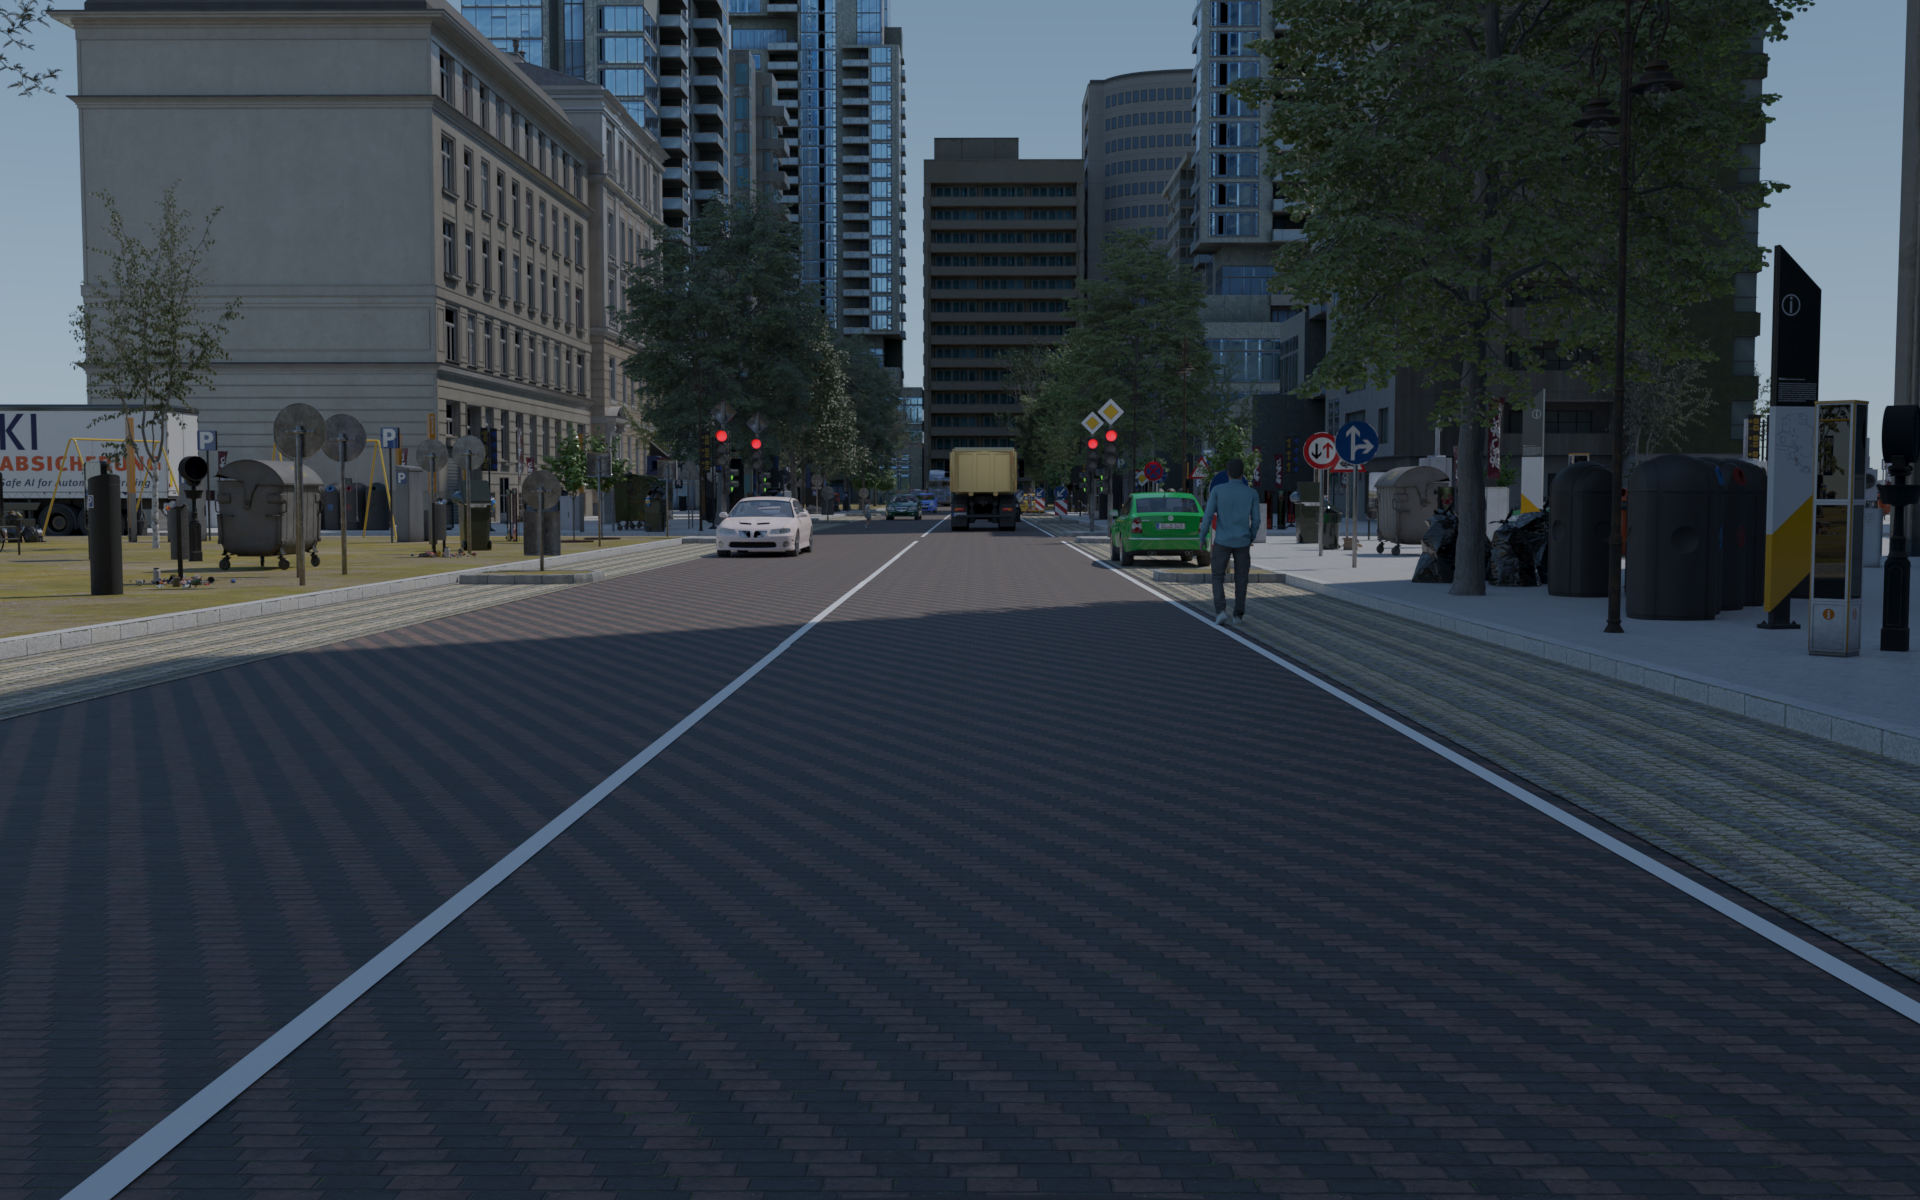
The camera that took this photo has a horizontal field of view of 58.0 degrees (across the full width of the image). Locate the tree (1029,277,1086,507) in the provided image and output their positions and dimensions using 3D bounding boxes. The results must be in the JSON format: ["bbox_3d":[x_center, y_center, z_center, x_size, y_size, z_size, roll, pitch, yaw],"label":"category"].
[{"bbox_3d":[7.658,-9.498,73.412,7.486,12.596,7.792,0,3,0],"label":"tree"}]

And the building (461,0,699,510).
[{"bbox_3d":[-30.778,-51.133,148.697,22.319,86.520,31.000,0,4,1],"label":"building"}]

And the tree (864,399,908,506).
[{"bbox_3d":[-9.001,-15.488,178.986,9.928,11.665,9.643,0,3,0],"label":"tree"}]

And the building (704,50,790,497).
[{"bbox_3d":[-34.105,-34.741,187.628,30.456,49.044,23.786,0,4,1],"label":"building"}]

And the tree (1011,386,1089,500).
[{"bbox_3d":[8.280,-13.177,149.861,7.601,10.594,8.767,1,4,23],"label":"tree"}]

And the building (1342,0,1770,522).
[{"bbox_3d":[24.915,-18.564,75.217,14.107,30.474,14.160,0,4,1],"label":"building"}]

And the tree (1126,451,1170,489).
[{"bbox_3d":[14.151,-8.958,130.171,4.285,4.588,4.351,0,3,0],"label":"tree"}]

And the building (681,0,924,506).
[{"bbox_3d":[-20.457,-56.599,238.072,31.000,86.520,22.319,0,4,1],"label":"building"}]

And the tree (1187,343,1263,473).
[{"bbox_3d":[12.751,-8.255,85.330,4.737,8.622,4.395,0,3,0],"label":"tree"}]

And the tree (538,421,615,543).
[{"bbox_3d":[-10.409,-3.145,46.027,1.663,3.219,1.824,0,3,0],"label":"tree"}]

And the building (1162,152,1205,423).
[{"bbox_3d":[35.266,-30.258,186.604,32.217,40.220,23.993,0,4,1],"label":"building"}]

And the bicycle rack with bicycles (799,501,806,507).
[{"bbox_3d":[-12.371,-7.219,131.413,2.925,0.926,2.852,-3,5,-44],"label":"bicycle rack with bicycles"}]

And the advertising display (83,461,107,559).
[{"bbox_3d":[-16.815,-1.743,33.718,0.123,1.923,0.974,-3,5,-44],"label":"advertising display"}]

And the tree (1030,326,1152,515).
[{"bbox_3d":[8.154,-11.041,106.272,9.928,11.665,9.643,0,3,0],"label":"tree"}]

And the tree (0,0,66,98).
[{"bbox_3d":[-9.346,-6.149,10.912,12.009,13.543,11.850,0,3,0],"label":"tree"}]

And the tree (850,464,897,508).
[{"bbox_3d":[-8.937,-10.896,161.866,4.285,4.588,4.351,0,3,0],"label":"tree"}]

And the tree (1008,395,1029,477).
[{"bbox_3d":[8.704,-15.631,173.699,7.486,12.596,7.792,0,3,0],"label":"tree"}]

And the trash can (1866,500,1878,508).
[{"bbox_3d":[48.567,-4.928,92.221,0.748,1.137,0.748,0,3,0],"label":"trash can"}]

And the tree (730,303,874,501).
[{"bbox_3d":[-9.812,-11.246,100.876,9.611,12.733,9.660,0,3,0],"label":"tree"}]

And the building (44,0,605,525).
[{"bbox_3d":[-28.584,-15.399,85.050,16.112,22.955,30.059,0,4,1],"label":"building"}]

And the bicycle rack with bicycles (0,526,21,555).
[{"bbox_3d":[-20.811,-1.344,35.350,2.852,0.926,2.925,0,4,4],"label":"bicycle rack with bicycles"}]

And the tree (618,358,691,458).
[{"bbox_3d":[-15.752,-8.673,92.163,4.737,8.622,4.395,0,3,0],"label":"tree"}]

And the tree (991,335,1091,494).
[{"bbox_3d":[9.634,-21.322,204.508,12.611,20.169,13.585,0,3,0],"label":"tree"}]

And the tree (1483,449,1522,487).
[{"bbox_3d":[20.364,-4.367,66.008,1.663,3.219,1.824,0,3,0],"label":"tree"}]

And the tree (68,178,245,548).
[{"bbox_3d":[-19.067,-5.536,40.868,4.360,8.622,3.978,0,3,0],"label":"tree"}]

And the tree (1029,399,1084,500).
[{"bbox_3d":[7.369,-10.785,126.698,4.737,8.622,4.395,0,3,0],"label":"tree"}]

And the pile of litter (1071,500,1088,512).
[{"bbox_3d":[8.343,-6.645,122.618,1.719,0.858,1.176,0,4,3],"label":"pile of litter"}]

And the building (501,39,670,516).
[{"bbox_3d":[-26.702,-19.816,109.899,13.634,28.700,20.117,0,4,1],"label":"building"}]

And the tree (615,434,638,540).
[{"bbox_3d":[-10.232,-3.325,48.965,1.663,3.219,1.824,0,3,0],"label":"tree"}]

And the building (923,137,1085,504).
[{"bbox_3d":[5.835,-37.590,238.290,21.600,48.544,21.300,0,4,1],"label":"building"}]

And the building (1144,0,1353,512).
[{"bbox_3d":[29.641,-51.667,157.419,22.319,86.520,31.000,0,4,1],"label":"building"}]

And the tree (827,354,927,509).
[{"bbox_3d":[-8.449,-14.699,150.694,12.009,13.543,11.850,0,3,0],"label":"tree"}]

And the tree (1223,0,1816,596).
[{"bbox_3d":[6.807,-6.349,21.933,7.486,12.596,7.792,0,3,0],"label":"tree"}]

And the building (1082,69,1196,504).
[{"bbox_3d":[31.247,-42.561,237.873,28.212,58.520,21.231,0,4,1],"label":"building"}]

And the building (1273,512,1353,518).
[{"bbox_3d":[29.986,-48.428,104.461,22.319,86.520,31.000,0,4,1],"label":"building"}]

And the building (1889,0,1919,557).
[{"bbox_3d":[29.975,-24.493,24.159,21.300,48.544,21.600,0,4,1],"label":"building"}]

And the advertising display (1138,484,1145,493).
[{"bbox_3d":[9.403,-5.207,90.341,0.123,1.923,0.974,-1,4,-22],"label":"advertising display"}]

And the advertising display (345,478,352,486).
[{"bbox_3d":[-24.534,-3.927,69.427,0.123,1.923,0.974,0,4,-5],"label":"advertising display"}]

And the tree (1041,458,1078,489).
[{"bbox_3d":[8.195,-9.537,139.640,4.285,4.588,4.351,0,3,0],"label":"tree"}]

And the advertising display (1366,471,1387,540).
[{"bbox_3d":[11.878,-2.645,48.461,0.974,1.923,0.123,0,4,3],"label":"advertising display"}]

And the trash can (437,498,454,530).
[{"bbox_3d":[-18.282,-3.047,61.479,0.748,1.137,0.748,0,3,0],"label":"trash can"}]

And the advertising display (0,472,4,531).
[{"bbox_3d":[-28.285,-2.772,50.538,0.974,1.923,0.123,2,4,26],"label":"advertising display"}]

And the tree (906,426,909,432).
[{"bbox_3d":[-8.870,-13.902,133.960,9.857,13.997,8.962,0,3,0],"label":"tree"}]

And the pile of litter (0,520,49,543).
[{"bbox_3d":[-25.034,-1.941,45.696,1.719,0.858,1.176,-1,4,-22],"label":"pile of litter"}]

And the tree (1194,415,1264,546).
[{"bbox_3d":[6.593,-2.940,42.673,1.663,3.219,1.824,0,3,0],"label":"tree"}]

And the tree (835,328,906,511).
[{"bbox_3d":[-9.457,-12.902,117.597,9.857,13.997,8.962,0,3,0],"label":"tree"}]

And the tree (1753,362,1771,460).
[{"bbox_3d":[34.523,-7.767,77.353,4.737,8.622,4.395,0,3,0],"label":"tree"}]

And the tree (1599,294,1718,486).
[{"bbox_3d":[25.855,-7.010,64.969,4.360,8.622,3.978,0,3,0],"label":"tree"}]

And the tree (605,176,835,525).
[{"bbox_3d":[-9.821,-10.058,71.109,9.857,13.997,8.962,0,3,0],"label":"tree"}]

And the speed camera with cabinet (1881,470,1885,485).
[{"bbox_3d":[60.378,-7.362,114.706,0.660,3.252,2.038,-2,4,-23],"label":"speed camera with cabinet"}]

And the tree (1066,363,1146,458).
[{"bbox_3d":[8.035,-8.877,95.499,4.360,8.622,3.978,0,3,0],"label":"tree"}]

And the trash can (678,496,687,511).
[{"bbox_3d":[-20.601,-7.155,128.645,0.748,1.137,0.748,0,3,0],"label":"trash can"}]

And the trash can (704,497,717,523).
[{"bbox_3d":[-11.023,-4.014,77.287,0.748,1.137,0.748,0,3,0],"label":"trash can"}]
